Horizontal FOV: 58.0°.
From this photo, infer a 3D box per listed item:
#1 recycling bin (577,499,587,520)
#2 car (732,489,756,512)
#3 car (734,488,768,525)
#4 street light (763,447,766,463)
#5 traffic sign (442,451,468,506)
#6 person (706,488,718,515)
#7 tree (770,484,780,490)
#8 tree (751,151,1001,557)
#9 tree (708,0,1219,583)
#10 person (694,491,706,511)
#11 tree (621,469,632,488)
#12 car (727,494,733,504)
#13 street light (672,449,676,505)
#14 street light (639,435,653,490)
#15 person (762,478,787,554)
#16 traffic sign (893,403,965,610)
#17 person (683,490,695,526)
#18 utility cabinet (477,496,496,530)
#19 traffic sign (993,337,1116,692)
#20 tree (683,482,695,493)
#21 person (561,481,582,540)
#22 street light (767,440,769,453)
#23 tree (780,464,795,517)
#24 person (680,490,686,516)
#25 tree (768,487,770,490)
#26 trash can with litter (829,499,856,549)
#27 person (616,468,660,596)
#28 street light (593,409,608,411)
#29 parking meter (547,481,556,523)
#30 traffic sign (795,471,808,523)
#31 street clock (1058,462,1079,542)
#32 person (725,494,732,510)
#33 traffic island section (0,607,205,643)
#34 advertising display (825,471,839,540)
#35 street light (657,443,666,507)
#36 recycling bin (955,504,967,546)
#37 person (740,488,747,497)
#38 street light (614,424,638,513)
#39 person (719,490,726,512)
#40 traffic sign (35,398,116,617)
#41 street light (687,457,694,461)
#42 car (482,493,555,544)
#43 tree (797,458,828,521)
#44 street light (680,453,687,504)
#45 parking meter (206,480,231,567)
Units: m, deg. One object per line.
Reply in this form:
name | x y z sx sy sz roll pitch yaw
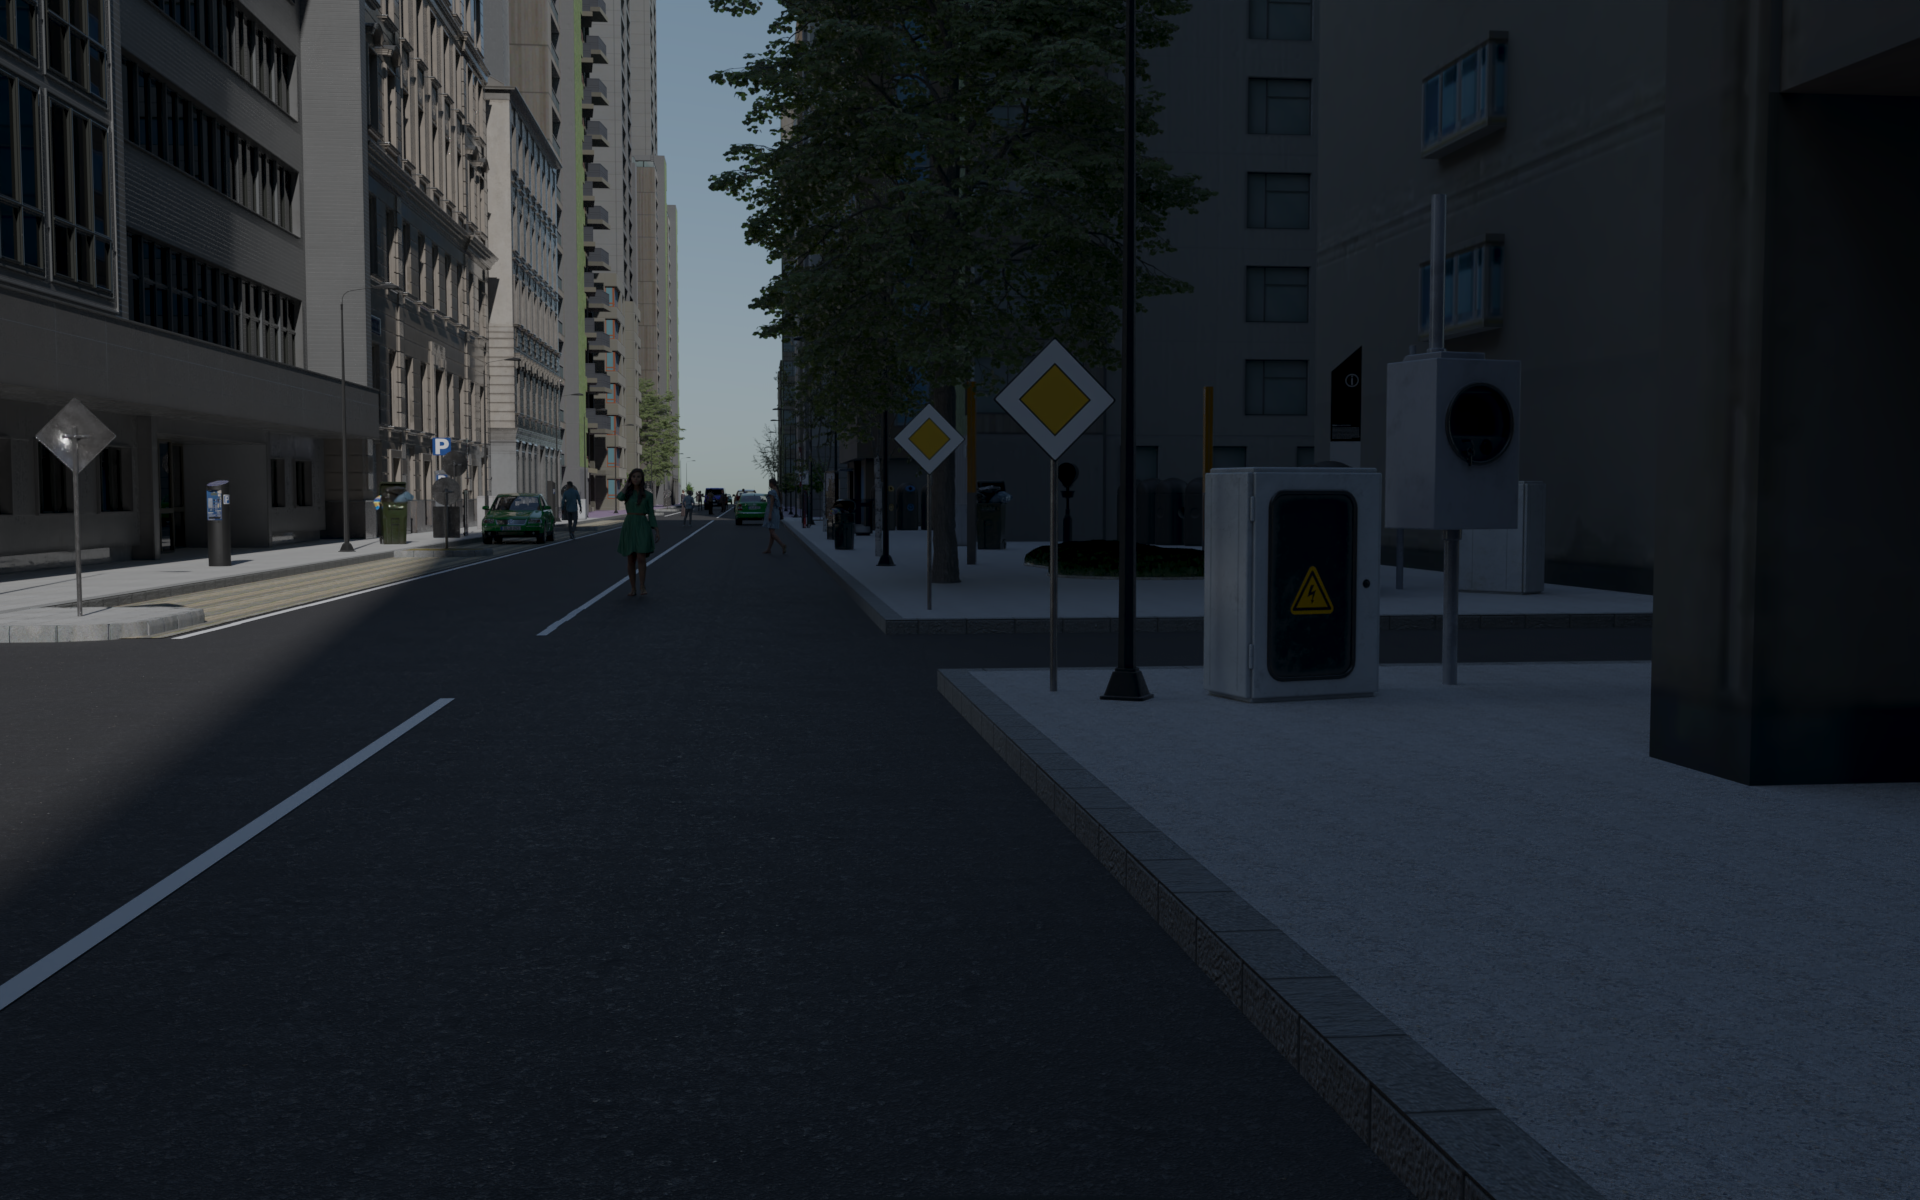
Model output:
recycling bin | -19.140 -4.552 86.980 0.722 1.027 0.722 0 4 -6
car | -17.226 -8.017 139.745 2.281 1.827 5.304 0 4 -7
car | -9.611 -4.430 81.227 1.959 1.807 4.718 0 4 -6
street light | -15.986 -10.790 148.949 1.470 5.913 1.316 0 4 -7
traffic sign | -14.859 -3.108 50.929 0.768 2.556 0.104 0 4 1
person | -17.379 -6.879 120.975 1.348 1.823 0.705 3 5 44
tree | -14.756 -9.307 146.764 1.663 3.219 1.824 0 3 0
tree | -1.496 -5.190 35.217 4.360 8.622 3.978 0 3 0
tree | 0.061 -6.499 24.392 7.486 12.596 7.792 0 3 0
person | -22.150 -8.465 147.610 1.217 1.736 0.721 -1 4 -13
tree | -24.869 -8.335 130.879 1.663 3.219 1.824 0 3 0
car | -33.011 -14.408 244.365 1.959 1.807 4.718 -1 4 -8
street light | -29.575 -12.464 176.326 1.470 5.913 1.316 0 4 -7
street light | -24.701 -9.962 135.412 1.470 5.913 1.316 0 4 -7
person | -4.400 -2.001 41.316 0.778 1.811 0.616 2 4 35
traffic sign | -0.341 -0.948 19.135 0.795 2.450 0.064 0 4 -7
person | -12.000 -4.059 76.679 0.589 1.601 0.330 1 4 12
utility cabinet | -16.898 -3.142 62.531 1.020 1.237 0.306 0 4 5
traffic sign | 0.606 -0.463 11.206 0.795 2.450 0.064 0 4 -7
tree | -39.360 -15.678 250.934 1.663 3.219 1.824 0 3 0
person | -12.326 -2.840 54.796 0.638 1.841 0.748 0 4 7
street light | -11.084 -8.272 107.792 1.470 5.913 1.316 0 4 -7
tree | -8.938 -6.169 95.468 1.663 3.219 1.824 0 3 0
person | -17.711 -6.275 111.907 0.742 1.727 0.445 0 4 7
tree | -21.642 -12.662 201.617 1.663 3.219 1.824 0 3 0
trash can with litter | -2.751 -1.758 40.137 0.624 1.170 1.055 -1 4 -9
person | -4.523 -0.952 24.309 0.600 1.795 0.529 -1 4 -15
street light | -19.858 -7.444 94.247 1.470 5.913 1.316 0 4 -7
parking meter | -18.051 -4.332 76.547 0.255 1.863 0.399 1 4 10
traffic sign | -6.949 -4.530 76.187 0.606 2.300 0.079 0 4 2
street clock | 2.469 -2.149 39.705 0.471 2.002 0.358 1 4 23
person | -20.741 -8.685 153.763 1.065 1.426 0.557 0 4 1
traffic island section | -9.247 0.252 18.157 2.009 0.180 2.903 0 4 -7
advertising display | -3.591 -2.652 48.575 0.123 1.923 0.974 -1 4 -20
street light | -27.223 -11.220 155.982 1.470 5.913 1.316 0 4 -7
recycling bin | -0.044 -1.855 42.887 0.722 1.027 0.722 -1 4 -13
person | -15.902 -7.236 126.680 0.599 1.838 0.709 1 4 15
street light | -22.290 -8.703 114.828 1.470 5.913 1.316 0 4 -7
person | -18.690 -7.785 136.344 0.434 1.755 0.990 -2 4 -35
traffic sign | -9.225 -0.884 18.098 0.795 2.450 0.064 0 4 -7
street light | -34.540 -14.994 217.685 1.470 5.913 1.316 0 4 -7
car | -12.940 -2.571 50.837 1.959 1.807 4.718 -1 4 -8
tree | -6.881 -5.437 83.489 1.663 3.219 1.824 0 3 0
street light | -32.118 -13.729 197.002 1.470 5.913 1.316 0 4 -7
parking meter | -13.164 -1.367 30.761 0.372 1.533 0.369 0 3 0
